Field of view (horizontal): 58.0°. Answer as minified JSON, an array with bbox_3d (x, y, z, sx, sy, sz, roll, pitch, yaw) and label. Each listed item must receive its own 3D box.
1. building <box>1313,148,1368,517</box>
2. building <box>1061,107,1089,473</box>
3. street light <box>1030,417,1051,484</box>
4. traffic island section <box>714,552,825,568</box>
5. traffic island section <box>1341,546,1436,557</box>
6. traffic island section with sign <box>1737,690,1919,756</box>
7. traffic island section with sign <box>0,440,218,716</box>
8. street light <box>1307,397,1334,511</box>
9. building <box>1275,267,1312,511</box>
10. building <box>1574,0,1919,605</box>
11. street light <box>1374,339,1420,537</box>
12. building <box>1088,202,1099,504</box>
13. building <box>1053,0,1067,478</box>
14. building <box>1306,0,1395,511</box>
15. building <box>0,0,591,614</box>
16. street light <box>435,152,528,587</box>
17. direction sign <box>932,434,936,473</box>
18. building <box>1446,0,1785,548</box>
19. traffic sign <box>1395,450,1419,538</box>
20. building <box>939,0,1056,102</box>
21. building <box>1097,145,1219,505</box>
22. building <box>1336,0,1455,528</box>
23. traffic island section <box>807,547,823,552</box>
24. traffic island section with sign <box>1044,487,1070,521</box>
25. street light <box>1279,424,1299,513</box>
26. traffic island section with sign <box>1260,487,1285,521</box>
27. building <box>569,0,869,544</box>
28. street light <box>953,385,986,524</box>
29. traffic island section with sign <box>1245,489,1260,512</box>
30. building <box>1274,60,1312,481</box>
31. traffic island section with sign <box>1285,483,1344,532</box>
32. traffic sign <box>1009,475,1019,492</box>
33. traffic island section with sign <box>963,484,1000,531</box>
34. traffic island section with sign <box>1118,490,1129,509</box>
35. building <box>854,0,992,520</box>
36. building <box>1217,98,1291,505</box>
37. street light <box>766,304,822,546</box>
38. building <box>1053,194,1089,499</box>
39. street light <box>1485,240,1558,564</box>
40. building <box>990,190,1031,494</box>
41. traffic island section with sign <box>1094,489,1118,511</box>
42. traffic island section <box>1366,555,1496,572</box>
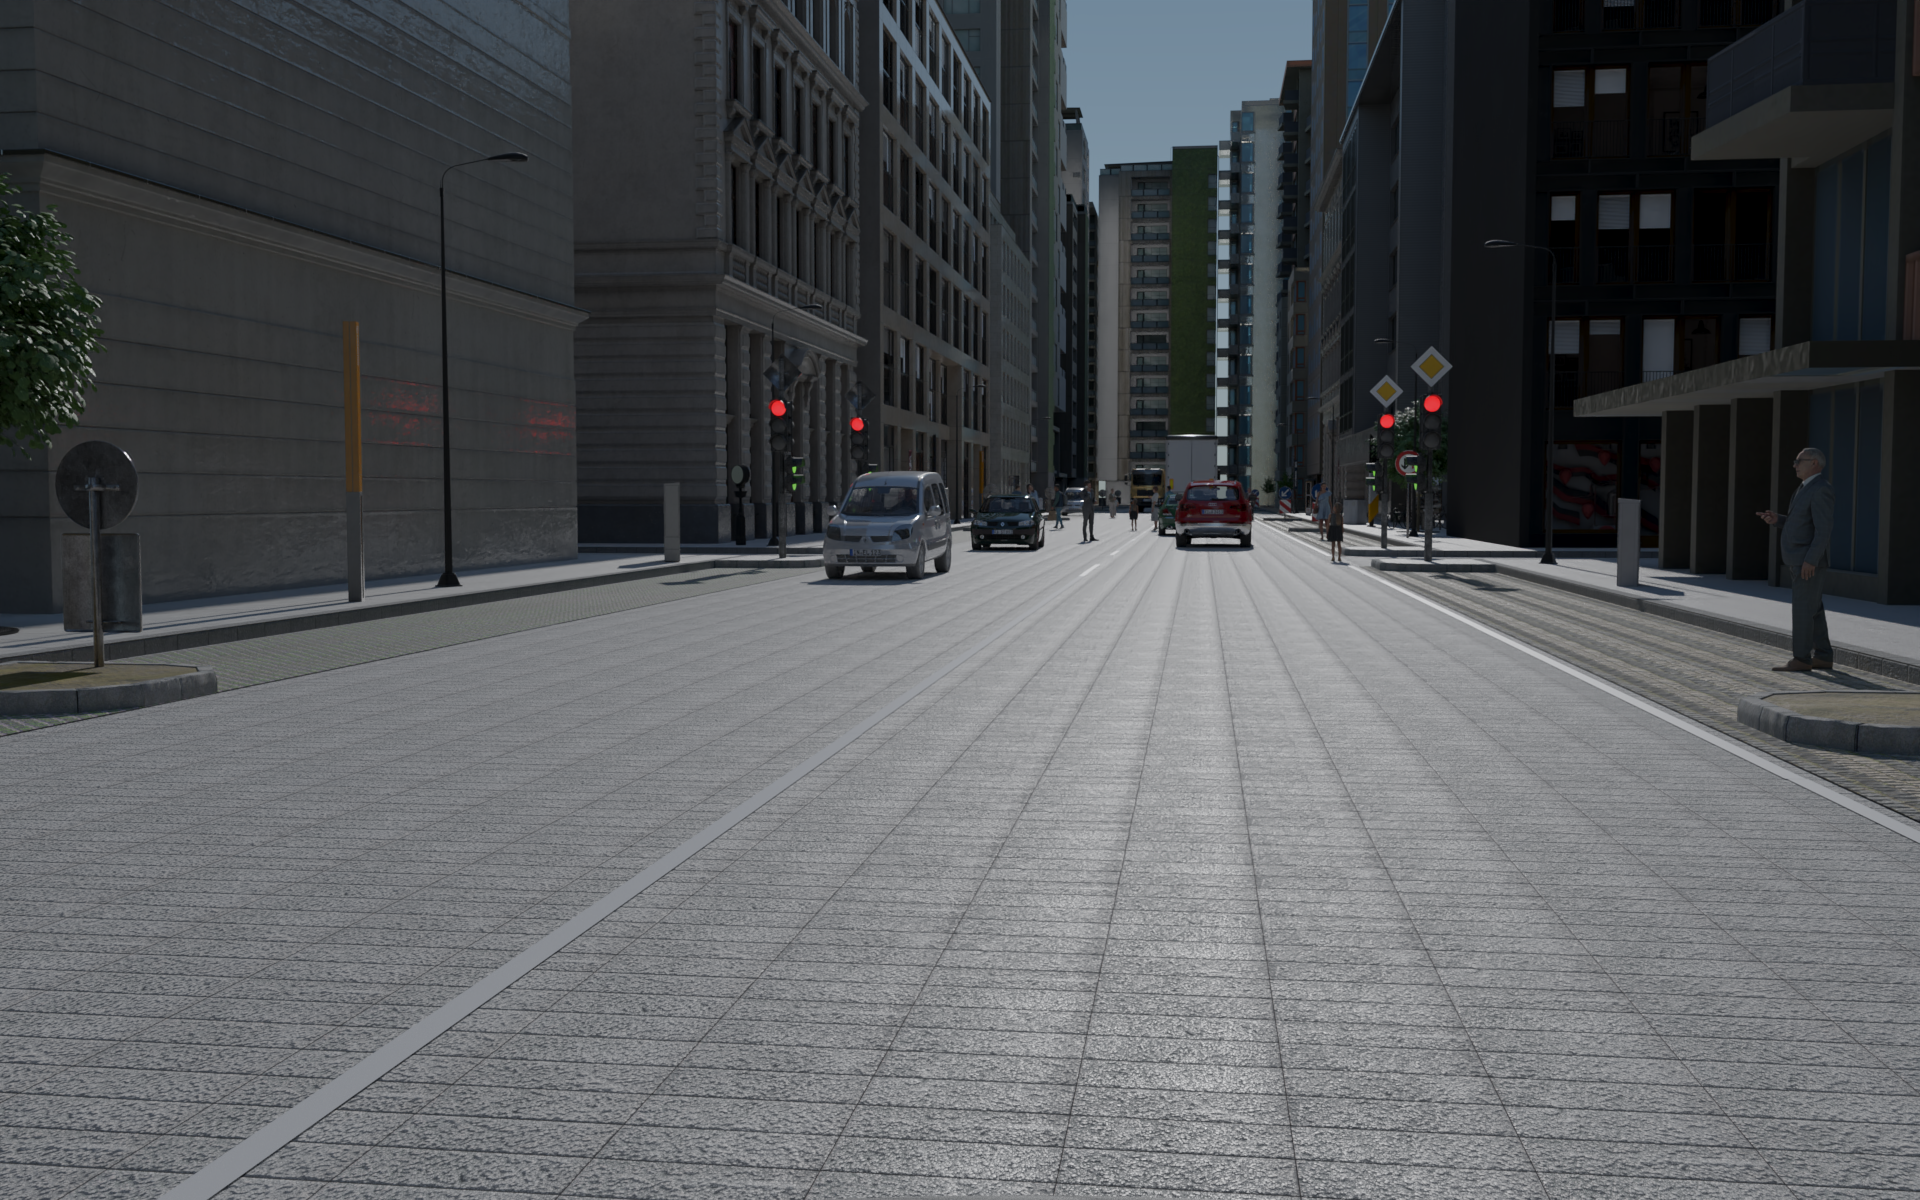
[{"bbox_3d":[27.351,-16.821,103.903,11.050,23.489,19.941,0,4,8],"label":"building"},{"bbox_3d":[6.676,-30.738,186.159,14.086,41.232,14.154,0,4,8],"label":"building"},{"bbox_3d":[4.805,-8.098,104.938,1.470,5.913,1.316,0,4,8],"label":"street light"},{"bbox_3d":[-3.578,-0.763,34.752,2.009,0.180,2.903,0,4,8],"label":"traffic island section"},{"bbox_3d":[10.040,-1.140,40.927,2.009,0.180,2.903,0,4,8],"label":"traffic island section"},{"bbox_3d":[5.789,-0.098,10.228,1.989,1.847,2.006,0,4,8],"label":"traffic island section with sign"},{"bbox_3d":[-6.388,-0.212,12.094,1.989,1.847,2.006,0,4,8],"label":"traffic island section with sign"},{"bbox_3d":[17.336,-6.763,83.122,1.470,5.913,1.316,0,4,8],"label":"street light"},{"bbox_3d":[41.081,-18.326,144.673,27.650,21.520,28.899,0,4,8],"label":"building"},{"bbox_3d":[19.894,-22.034,14.888,22.147,44.769,28.867,0,4,8],"label":"building"},{"bbox_3d":[13.093,-4.856,51.944,1.470,5.913,1.316,0,4,8],"label":"street light"},{"bbox_3d":[5.871,-32.203,218.392,23.993,40.220,32.217,0,4,8],"label":"building"},{"bbox_3d":[-5.233,-34.056,146.052,28.713,52.752,27.495,0,4,8],"label":"building"},{"bbox_3d":[32.338,-28.927,123.065,14.600,45.320,14.200,0,4,8],"label":"building"},{"bbox_3d":[-29.830,-15.406,28.302,44.131,29.872,17.030,0,4,8],"label":"building"},{"bbox_3d":[-6.559,-3.134,23.777,1.470,5.913,1.316,0,4,8],"label":"street light"},{"bbox_3d":[-0.981,-4.532,66.097,0.379,3.537,0.876,0,4,-8],"label":"direction sign"},{"bbox_3d":[21.978,-13.201,45.517,15.834,23.373,12.332,0,4,8],"label":"building"},{"bbox_3d":[13.053,-3.078,50.424,0.768,2.556,0.104,1,4,11],"label":"traffic sign"},{"bbox_3d":[-0.718,-26.987,124.831,14.154,41.232,14.086,0,4,8],"label":"building"},{"bbox_3d":[23.610,-32.001,206.803,14.086,41.232,14.154,0,4,8],"label":"building"},{"bbox_3d":[25.468,-15.855,78.290,14.314,24.678,30.058,0,4,8],"label":"building"},{"bbox_3d":[-2.481,-1.247,42.662,2.009,0.180,2.903,0,4,8],"label":"traffic island section"},{"bbox_3d":[4.933,-5.204,93.718,1.989,1.847,2.006,0,4,8],"label":"traffic island section with sign"},{"bbox_3d":[21.741,-8.681,114.470,1.470,5.913,1.316,0,4,8],"label":"street light"},{"bbox_3d":[17.193,-5.121,92.357,1.989,1.847,2.006,0,4,8],"label":"traffic island section with sign"},{"bbox_3d":[-9.694,-13.750,53.687,11.050,23.489,19.941,0,4,8],"label":"building"},{"bbox_3d":[0.406,-6.192,73.782,1.470,5.913,1.316,0,4,8],"label":"street light"},{"bbox_3d":[24.029,-8.143,141.760,1.989,1.847,2.006,0,4,8],"label":"traffic island section with sign"},{"bbox_3d":[42.996,-31.700,172.920,22.147,44.769,28.867,0,4,8],"label":"building"},{"bbox_3d":[13.463,-3.482,65.554,1.989,1.847,2.006,0,4,8],"label":"traffic island section with sign"},{"bbox_3d":[2.948,-5.659,94.651,0.606,2.300,0.079,1,4,15],"label":"traffic sign"},{"bbox_3d":[1.223,-3.569,66.989,1.989,1.847,2.006,0,4,8],"label":"traffic island section with sign"},{"bbox_3d":[15.698,-9.954,171.375,1.989,1.847,2.006,0,4,8],"label":"traffic island section with sign"},{"bbox_3d":[-10.136,-16.971,81.988,19.350,26.468,34.151,0,4,8],"label":"building"},{"bbox_3d":[46.319,-35.999,208.197,30.456,49.044,23.786,0,4,8],"label":"building"},{"bbox_3d":[-4.069,-4.287,42.637,1.470,5.913,1.316,0,4,8],"label":"street light"},{"bbox_3d":[4.866,-24.151,166.574,14.160,30.474,14.107,0,4,8],"label":"building"},{"bbox_3d":[10.299,-3.624,31.796,1.470,5.913,1.316,0,4,8],"label":"street light"},{"bbox_3d":[-1.645,-15.421,106.887,10.420,20.320,16.860,0,4,8],"label":"building"},{"bbox_3d":[11.908,-8.281,144.018,1.989,1.847,2.006,0,4,8],"label":"traffic island section with sign"},{"bbox_3d":[8.943,-0.657,33.018,2.009,0.180,2.903,0,4,8],"label":"traffic island section"}]
